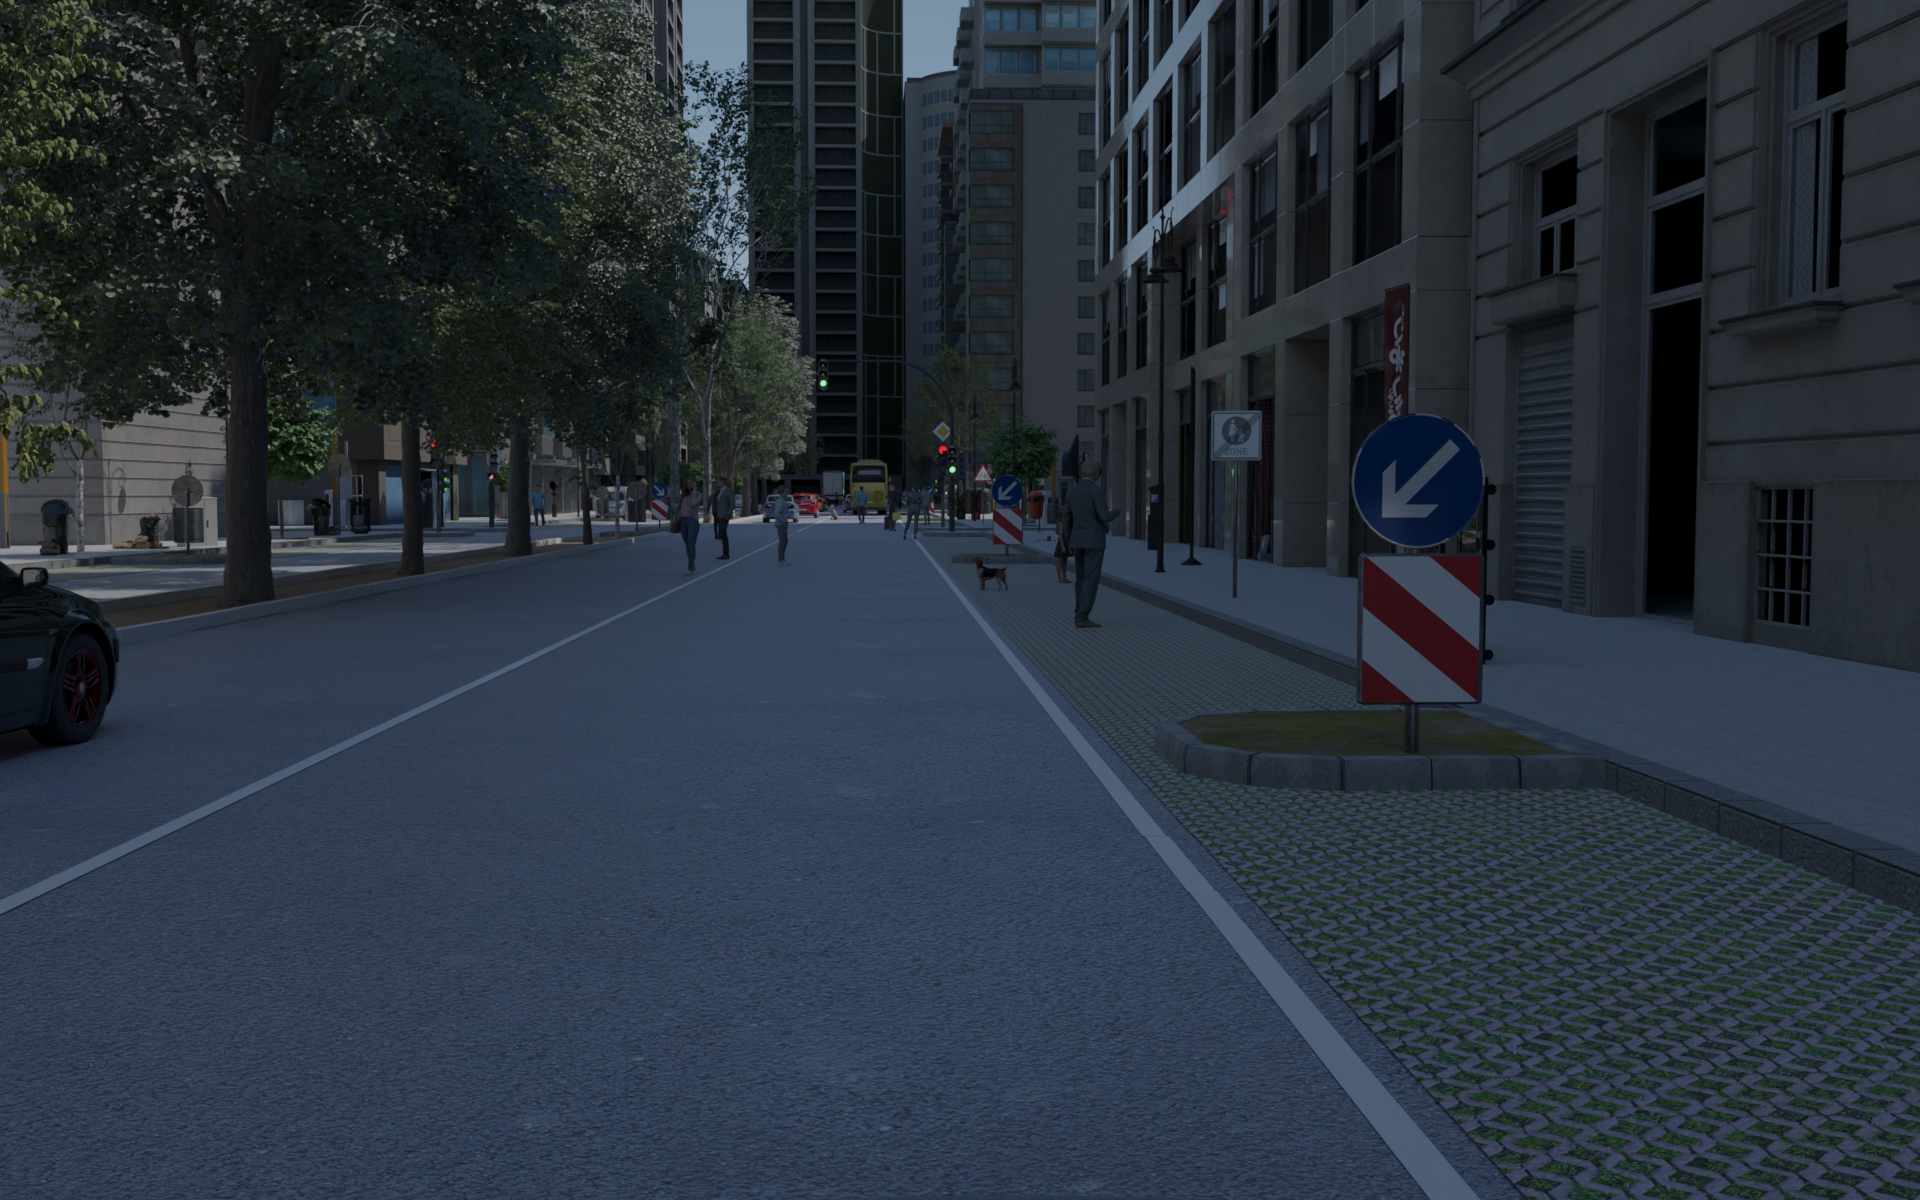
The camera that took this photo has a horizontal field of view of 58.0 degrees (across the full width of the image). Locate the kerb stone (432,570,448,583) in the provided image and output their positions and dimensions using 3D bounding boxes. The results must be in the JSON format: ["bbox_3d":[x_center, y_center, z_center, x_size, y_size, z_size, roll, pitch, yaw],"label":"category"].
[{"bbox_3d":[-8.551,-0.364,28.156,0.120,0.150,1.000,0,4,-3],"label":"kerb stone"}]

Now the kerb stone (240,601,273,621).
[{"bbox_3d":[-8.172,0.138,19.944,0.120,0.150,1.000,0,4,-3],"label":"kerb stone"}]

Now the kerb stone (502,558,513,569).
[{"bbox_3d":[-8.799,-0.678,33.280,0.120,0.150,1.000,0,4,-3],"label":"kerb stone"}]

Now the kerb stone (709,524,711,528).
[{"bbox_3d":[-10.662,-3.088,72.724,0.120,0.150,1.000,0,4,-3],"label":"kerb stone"}]

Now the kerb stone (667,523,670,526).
[{"bbox_3d":[-12.915,-3.273,75.706,0.120,0.150,1.000,0,4,-3],"label":"kerb stone"}]

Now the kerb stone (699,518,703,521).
[{"bbox_3d":[-13.690,-4.274,92.072,0.120,0.150,1.000,0,4,-3],"label":"kerb stone"}]

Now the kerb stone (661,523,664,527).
[{"bbox_3d":[-12.819,-3.147,73.642,0.120,0.150,1.000,0,4,-3],"label":"kerb stone"}]

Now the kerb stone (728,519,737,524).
[{"bbox_3d":[-11.300,-3.903,86.036,0.120,0.150,1.000,0,4,-3],"label":"kerb stone"}]

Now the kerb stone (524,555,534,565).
[{"bbox_3d":[-8.898,-0.797,35.327,0.120,0.150,1.000,0,4,-3],"label":"kerb stone"}]

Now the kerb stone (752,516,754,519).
[{"bbox_3d":[-11.829,-4.594,97.311,0.120,0.150,1.000,0,4,-3],"label":"kerb stone"}]

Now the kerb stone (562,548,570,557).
[{"bbox_3d":[-9.092,-1.051,39.424,0.120,0.150,1.000,0,4,-3],"label":"kerb stone"}]

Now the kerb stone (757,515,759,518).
[{"bbox_3d":[-12.028,-4.846,101.421,0.120,0.150,1.000,0,4,-3],"label":"kerb stone"}]

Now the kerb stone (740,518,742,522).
[{"bbox_3d":[-11.444,-4.087,89.108,0.120,0.150,1.000,0,4,-3],"label":"kerb stone"}]

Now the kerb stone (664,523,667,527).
[{"bbox_3d":[-12.869,-3.205,74.681,0.120,0.150,1.000,0,4,-3],"label":"kerb stone"}]

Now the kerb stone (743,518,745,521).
[{"bbox_3d":[-11.548,-4.217,91.149,0.120,0.150,1.000,0,4,-3],"label":"kerb stone"}]

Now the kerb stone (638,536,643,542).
[{"bbox_3d":[-9.669,-1.804,51.709,0.120,0.150,1.000,0,4,-3],"label":"kerb stone"}]

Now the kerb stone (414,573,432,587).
[{"bbox_3d":[-8.503,-0.301,27.122,0.120,0.150,1.000,0,4,-3],"label":"kerb stone"}]

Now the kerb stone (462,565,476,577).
[{"bbox_3d":[-8.660,-0.489,30.199,0.120,0.150,1.000,0,4,-3],"label":"kerb stone"}]

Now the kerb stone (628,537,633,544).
[{"bbox_3d":[-9.572,-1.679,49.660,0.120,0.150,1.000,0,4,-3],"label":"kerb stone"}]

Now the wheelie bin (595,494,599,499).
[{"bbox_3d":[-21.590,-5.921,104.708,0.980,1.594,0.693,0,4,0],"label":"wheelie bin"}]

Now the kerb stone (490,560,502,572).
[{"bbox_3d":[-8.750,-0.614,32.252,0.120,0.150,1.000,0,4,-3],"label":"kerb stone"}]

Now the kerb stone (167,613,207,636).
[{"bbox_3d":[-8.064,0.266,17.896,0.120,0.150,1.000,0,4,-3],"label":"kerb stone"}]

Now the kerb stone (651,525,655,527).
[{"bbox_3d":[-12.669,-2.959,70.575,0.120,0.150,1.000,0,4,-3],"label":"kerb stone"}]

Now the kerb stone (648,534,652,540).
[{"bbox_3d":[-9.765,-1.931,53.764,0.120,0.150,1.000,0,4,-3],"label":"kerb stone"}]

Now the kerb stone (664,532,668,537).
[{"bbox_3d":[-9.967,-2.181,57.856,0.120,0.150,1.000,0,4,-3],"label":"kerb stone"}]

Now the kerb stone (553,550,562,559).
[{"bbox_3d":[-9.039,-0.986,38.394,0.120,0.150,1.000,0,4,-3],"label":"kerb stone"}]

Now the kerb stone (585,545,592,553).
[{"bbox_3d":[-9.232,-1.241,42.488,0.120,0.150,1.000,0,4,-3],"label":"kerb stone"}]

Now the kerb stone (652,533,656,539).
[{"bbox_3d":[-9.821,-1.993,54.784,0.120,0.150,1.000,0,4,-3],"label":"kerb stone"}]

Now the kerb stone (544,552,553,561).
[{"bbox_3d":[-8.999,-0.925,37.372,0.120,0.150,1.000,0,4,-3],"label":"kerb stone"}]

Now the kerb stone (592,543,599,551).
[{"bbox_3d":[-9.280,-1.303,43.509,0.120,0.150,1.000,0,4,-3],"label":"kerb stone"}]

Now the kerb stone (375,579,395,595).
[{"bbox_3d":[-8.415,-0.176,25.071,0.120,0.150,1.000,0,4,-3],"label":"kerb stone"}]

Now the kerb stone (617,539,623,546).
[{"bbox_3d":[-9.479,-1.554,47.602,0.120,0.150,1.000,0,4,-3],"label":"kerb stone"}]

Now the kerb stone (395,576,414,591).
[{"bbox_3d":[-8.460,-0.239,26.101,0.120,0.150,1.000,0,4,-3],"label":"kerb stone"}]

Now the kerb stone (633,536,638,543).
[{"bbox_3d":[-9.619,-1.743,50.689,0.120,0.150,1.000,0,4,-3],"label":"kerb stone"}]

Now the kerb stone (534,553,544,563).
[{"bbox_3d":[-8.948,-0.862,36.347,0.120,0.150,1.000,0,4,-3],"label":"kerb stone"}]

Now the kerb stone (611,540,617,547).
[{"bbox_3d":[-9.431,-1.488,46.582,0.120,0.150,1.000,0,4,-3],"label":"kerb stone"}]

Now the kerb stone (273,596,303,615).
[{"bbox_3d":[-8.215,0.075,20.965,0.120,0.150,1.000,0,4,-3],"label":"kerb stone"}]

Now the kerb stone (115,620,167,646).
[{"bbox_3d":[-8.015,0.326,16.870,0.120,0.150,1.000,0,4,-3],"label":"kerb stone"}]

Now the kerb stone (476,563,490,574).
[{"bbox_3d":[-8.703,-0.553,31.231,0.120,0.150,1.000,0,4,-3],"label":"kerb stone"}]

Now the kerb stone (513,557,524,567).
[{"bbox_3d":[-8.851,-0.740,34.300,0.120,0.150,1.000,0,4,-3],"label":"kerb stone"}]

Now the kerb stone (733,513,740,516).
[{"bbox_3d":[-14.716,-5.590,113.589,0.120,0.150,1.000,0,4,-3],"label":"kerb stone"}]

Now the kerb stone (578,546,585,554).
[{"bbox_3d":[-9.184,-1.179,41.465,0.120,0.150,1.000,0,4,-3],"label":"kerb stone"}]

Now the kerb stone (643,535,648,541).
[{"bbox_3d":[-9.719,-1.868,52.737,0.120,0.150,1.000,0,4,-3],"label":"kerb stone"}]

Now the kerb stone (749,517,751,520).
[{"bbox_3d":[-11.747,-4.469,95.262,0.120,0.150,1.000,0,4,-3],"label":"kerb stone"}]

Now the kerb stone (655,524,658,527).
[{"bbox_3d":[-12.713,-3.021,71.596,0.120,0.150,1.000,0,4,-3],"label":"kerb stone"}]

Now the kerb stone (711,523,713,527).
[{"bbox_3d":[-10.720,-3.153,73.746,0.120,0.150,1.000,0,4,-3],"label":"kerb stone"}]

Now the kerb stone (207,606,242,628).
[{"bbox_3d":[-8.114,0.204,18.917,0.120,0.150,1.000,0,4,-3],"label":"kerb stone"}]

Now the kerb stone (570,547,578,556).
[{"bbox_3d":[-9.138,-1.115,40.444,0.120,0.150,1.000,0,4,-3],"label":"kerb stone"}]

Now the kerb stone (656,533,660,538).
[{"bbox_3d":[-9.876,-2.055,55.807,0.120,0.150,1.000,0,4,-3],"label":"kerb stone"}]

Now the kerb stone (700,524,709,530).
[{"bbox_3d":[-10.626,-3.027,71.702,0.120,0.150,1.000,0,4,-3],"label":"kerb stone"}]

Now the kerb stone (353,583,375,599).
[{"bbox_3d":[-8.366,-0.113,24.038,0.120,0.150,1.000,0,4,-3],"label":"kerb stone"}]

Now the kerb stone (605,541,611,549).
[{"bbox_3d":[-9.383,-1.428,45.551,0.120,0.150,1.000,0,4,-3],"label":"kerb stone"}]

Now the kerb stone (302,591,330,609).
[{"bbox_3d":[-8.259,0.012,21.993,0.120,0.150,1.000,0,4,-3],"label":"kerb stone"}]

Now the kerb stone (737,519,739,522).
[{"bbox_3d":[-11.346,-3.962,87.057,0.120,0.150,1.000,0,4,-3],"label":"kerb stone"}]

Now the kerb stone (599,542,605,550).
[{"bbox_3d":[-9.336,-1.365,44.530,0.120,0.150,1.000,0,4,-3],"label":"kerb stone"}]

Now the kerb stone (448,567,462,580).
[{"bbox_3d":[-8.609,-0.424,29.178,0.120,0.150,1.000,0,4,-3],"label":"kerb stone"}]

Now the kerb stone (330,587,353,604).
[{"bbox_3d":[-8.311,-0.050,23.015,0.120,0.150,1.000,0,4,-3],"label":"kerb stone"}]

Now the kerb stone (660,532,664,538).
[{"bbox_3d":[-9.913,-2.118,56.831,0.120,0.150,1.000,0,4,-3],"label":"kerb stone"}]

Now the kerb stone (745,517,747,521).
[{"bbox_3d":[-11.593,-4.280,92.183,0.120,0.150,1.000,0,4,-3],"label":"kerb stone"}]

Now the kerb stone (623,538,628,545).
[{"bbox_3d":[-9.531,-1.612,48.627,0.120,0.150,1.000,0,4,-3],"label":"kerb stone"}]
